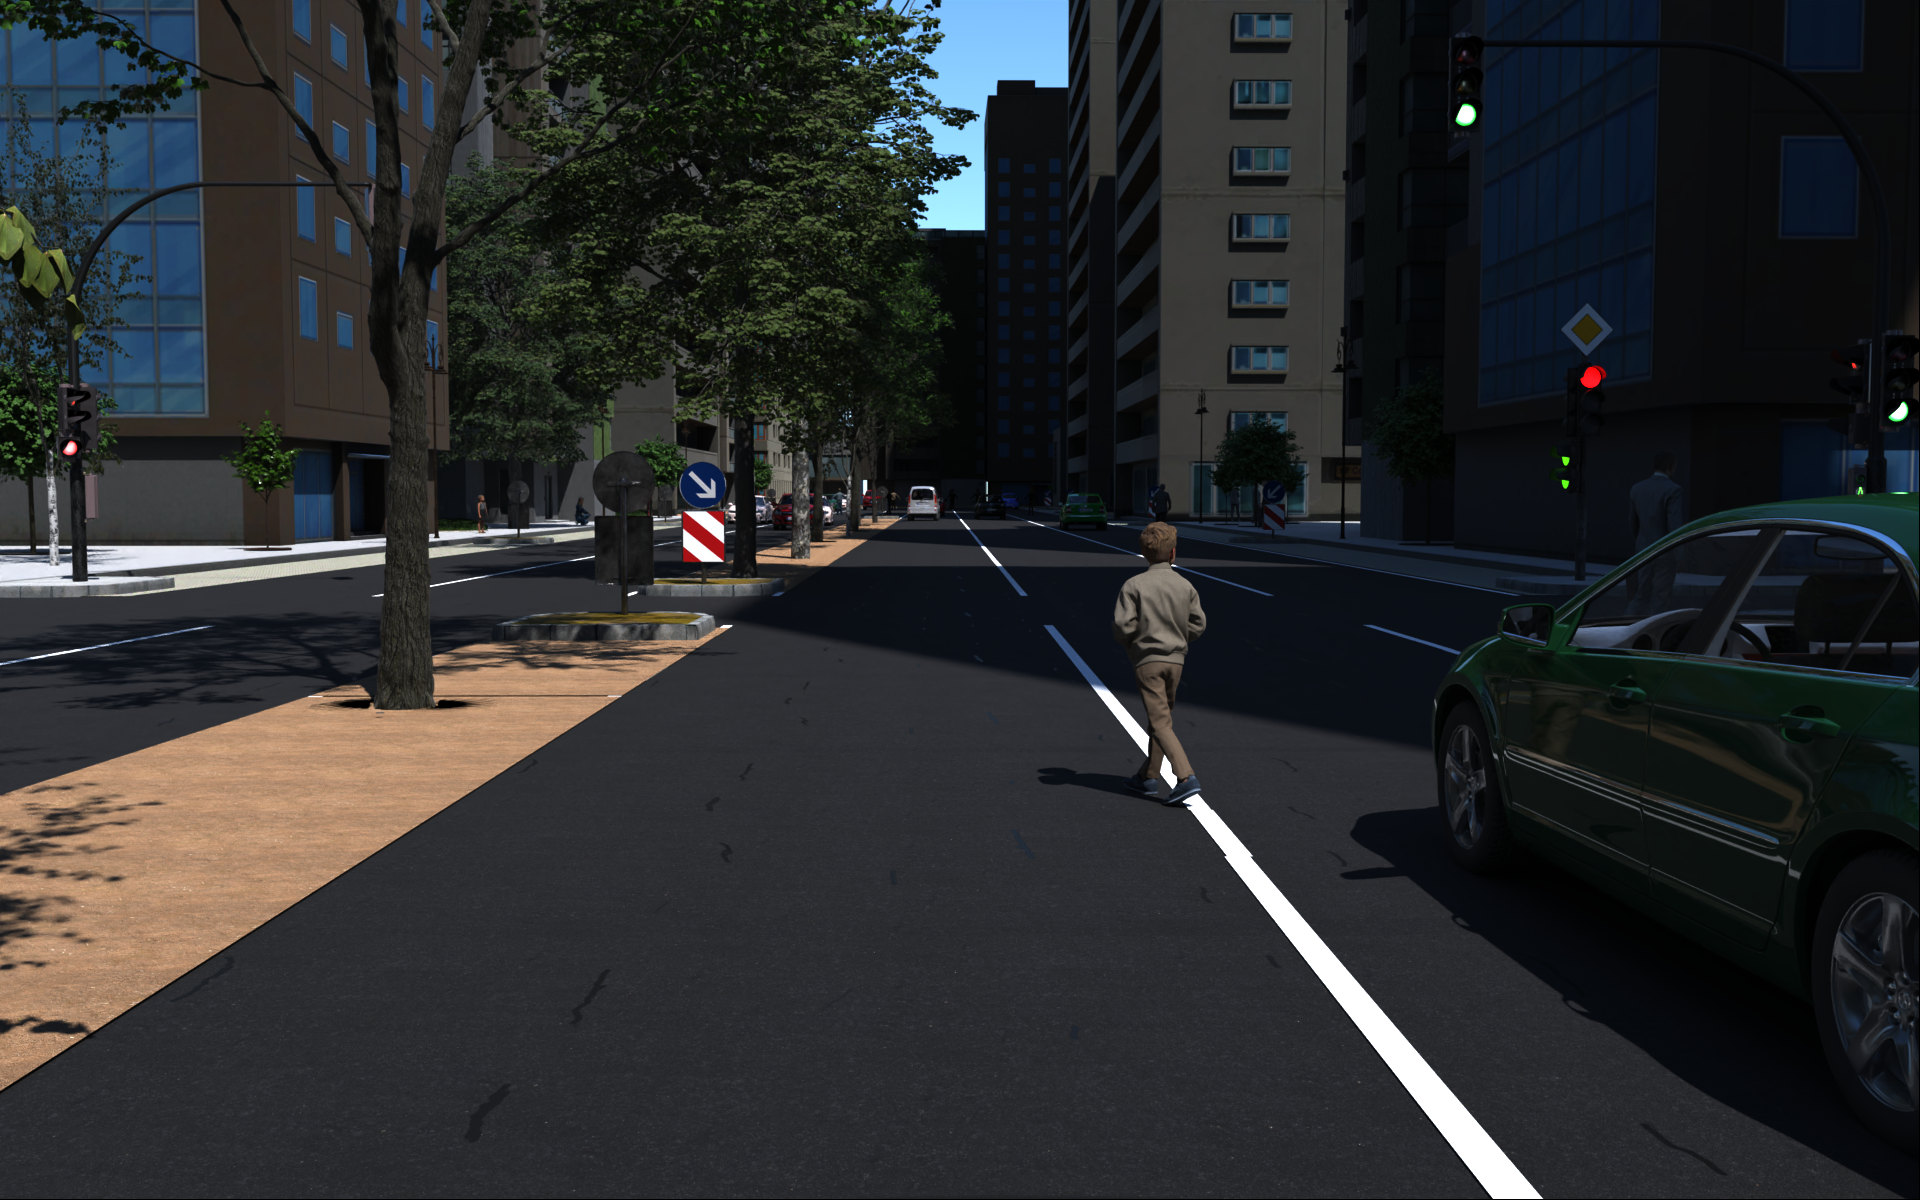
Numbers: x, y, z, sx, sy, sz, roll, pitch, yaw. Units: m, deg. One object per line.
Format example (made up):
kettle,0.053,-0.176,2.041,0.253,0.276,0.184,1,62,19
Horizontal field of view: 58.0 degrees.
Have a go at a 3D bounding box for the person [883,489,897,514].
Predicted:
person,-5.003,-6.944,122.041,0.705,1.822,1.348,3,5,44

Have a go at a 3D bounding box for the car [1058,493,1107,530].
car,4.936,-3.727,69.734,1.959,1.807,4.718,0,4,1

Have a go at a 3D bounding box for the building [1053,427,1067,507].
building,20.815,-51.733,158.504,22.319,86.520,31.000,0,4,-1

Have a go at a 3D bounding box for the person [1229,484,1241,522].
person,12.506,-4.441,78.836,0.537,1.800,0.526,3,5,41

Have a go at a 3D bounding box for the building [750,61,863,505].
building,-25.493,-37.215,197.697,27.495,52.752,28.713,0,4,-1

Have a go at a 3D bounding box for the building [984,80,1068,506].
building,9.957,-33.084,191.039,14.200,45.320,14.600,0,4,-1

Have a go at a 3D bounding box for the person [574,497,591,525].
person,-15.441,-3.645,71.142,0.738,1.151,1.012,0,4,-2

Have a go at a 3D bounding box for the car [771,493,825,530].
car,-6.512,-3.726,69.967,2.155,1.783,4.494,0,4,0

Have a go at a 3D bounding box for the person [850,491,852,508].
person,-11.300,-10.460,179.521,0.705,1.824,1.348,2,4,25

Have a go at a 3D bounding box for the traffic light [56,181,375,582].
traffic light,-10.798,-3.099,25.342,4.771,5.953,1.251,0,4,-1

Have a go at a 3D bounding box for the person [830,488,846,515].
person,-8.246,-6.727,118.575,1.350,1.814,0.705,0,4,-4

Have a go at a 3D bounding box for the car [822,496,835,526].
car,-6.763,-4.094,79.299,2.083,1.381,4.827,0,4,-2

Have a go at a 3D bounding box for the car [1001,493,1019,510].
car,4.387,-8.999,156.730,1.945,1.707,3.694,0,4,-1

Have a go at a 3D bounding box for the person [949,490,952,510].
person,-0.844,-9.281,160.259,0.705,1.822,1.348,1,4,8

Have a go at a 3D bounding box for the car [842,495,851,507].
car,-11.708,-9.609,169.473,2.083,1.381,4.827,0,4,-3

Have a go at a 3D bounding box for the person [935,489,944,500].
person,-1.541,-6.471,114.821,1.217,1.766,0.721,-2,4,-30

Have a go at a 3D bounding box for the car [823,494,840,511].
car,-11.051,-8.223,146.237,2.131,1.459,4.920,0,4,1

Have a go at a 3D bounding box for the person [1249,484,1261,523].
person,13.109,-4.298,76.418,0.767,1.812,0.694,0,4,-7

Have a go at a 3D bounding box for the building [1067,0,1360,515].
building,19.717,-31.174,133.398,21.300,48.544,21.600,0,4,-1

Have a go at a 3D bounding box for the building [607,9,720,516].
building,-27.486,-29.768,110.403,21.300,48.544,21.600,0,4,-1

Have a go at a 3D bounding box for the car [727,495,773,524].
car,-10.174,-4.400,84.307,2.083,1.381,4.827,0,3,0

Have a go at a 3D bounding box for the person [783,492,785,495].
person,-15.988,-9.099,158.052,0.421,1.427,0.697,0,4,-2

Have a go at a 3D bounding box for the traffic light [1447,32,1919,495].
traffic light,7.174,-2.614,17.406,4.771,5.953,1.251,0,4,-1

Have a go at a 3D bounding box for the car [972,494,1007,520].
car,1.693,-5.424,98.465,2.009,1.686,4.222,0,4,-1

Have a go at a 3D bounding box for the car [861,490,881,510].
car,-7.652,-8.938,154.804,2.281,1.827,5.304,0,4,-2

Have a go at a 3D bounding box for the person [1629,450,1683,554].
person,5.998,-0.385,14.915,0.853,1.813,0.709,-2,4,-29

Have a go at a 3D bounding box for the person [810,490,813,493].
person,-10.301,-6.824,120.756,1.217,1.739,0.721,3,5,44

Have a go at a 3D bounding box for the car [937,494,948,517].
car,-1.846,-6.196,110.338,2.155,1.783,4.494,0,4,0

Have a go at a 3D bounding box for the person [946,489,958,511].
person,-0.675,-8.701,150.390,1.348,1.869,0.705,-2,4,-35

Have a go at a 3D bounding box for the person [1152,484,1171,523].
person,6.843,-3.055,58.852,0.661,1.777,0.834,0,4,4

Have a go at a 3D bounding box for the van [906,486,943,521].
van,-1.955,-5.298,93.632,2.013,2.044,4.112,0,4,1

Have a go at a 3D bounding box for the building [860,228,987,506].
building,-4.194,-25.653,191.133,14.107,30.474,14.160,0,4,-1

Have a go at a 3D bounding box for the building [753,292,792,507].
building,-31.168,-19.393,162.107,28.899,21.520,27.650,0,4,-1

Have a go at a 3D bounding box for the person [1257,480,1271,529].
person,11.363,-3.551,64.315,0.699,1.804,1.509,1,4,15

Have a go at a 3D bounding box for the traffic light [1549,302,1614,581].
traffic light,9.171,-2.241,25.556,0.839,4.253,0.868,0,4,-1

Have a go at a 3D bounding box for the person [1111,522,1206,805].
person,0.916,0.287,8.085,0.475,1.303,0.640,-2,4,-33

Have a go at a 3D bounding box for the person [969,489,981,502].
person,1.438,-8.074,140.138,1.348,1.869,0.705,1,4,9

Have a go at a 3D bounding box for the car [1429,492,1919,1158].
car,2.876,0.404,5.190,2.131,1.459,4.920,0,4,-2

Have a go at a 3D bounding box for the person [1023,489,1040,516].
person,4.764,-6.501,115.313,1.217,1.766,0.721,2,4,26

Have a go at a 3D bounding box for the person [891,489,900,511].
person,-5.687,-8.523,147.866,1.348,1.823,0.705,-1,4,-21

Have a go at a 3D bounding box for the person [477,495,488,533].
person,-15.577,-2.802,56.523,0.373,1.253,0.362,3,4,37

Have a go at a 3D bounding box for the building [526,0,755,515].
building,-23.182,-27.241,128.980,14.154,41.232,14.086,0,4,-1

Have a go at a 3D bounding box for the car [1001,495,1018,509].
car,4.718,-9.812,169.469,2.155,1.783,4.494,0,4,-1
